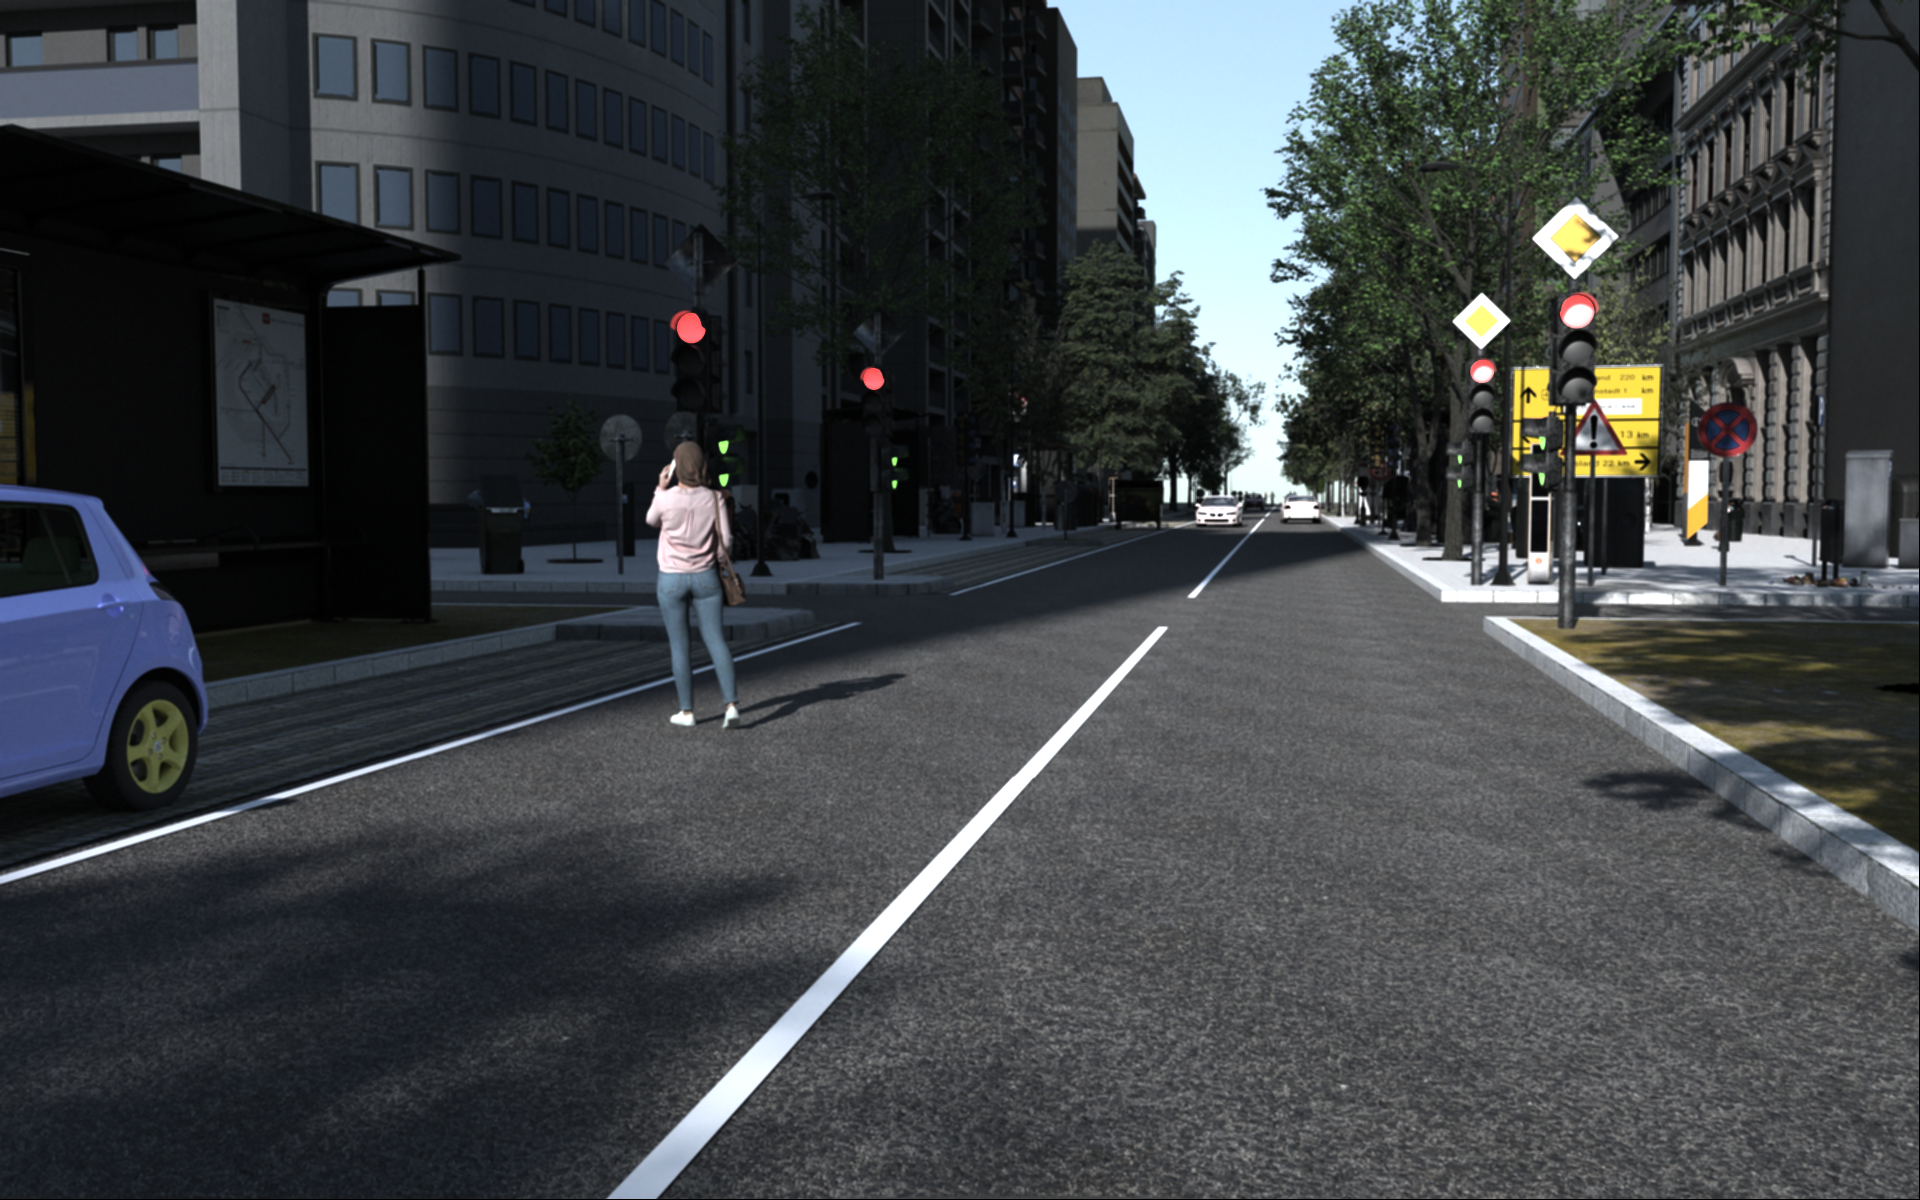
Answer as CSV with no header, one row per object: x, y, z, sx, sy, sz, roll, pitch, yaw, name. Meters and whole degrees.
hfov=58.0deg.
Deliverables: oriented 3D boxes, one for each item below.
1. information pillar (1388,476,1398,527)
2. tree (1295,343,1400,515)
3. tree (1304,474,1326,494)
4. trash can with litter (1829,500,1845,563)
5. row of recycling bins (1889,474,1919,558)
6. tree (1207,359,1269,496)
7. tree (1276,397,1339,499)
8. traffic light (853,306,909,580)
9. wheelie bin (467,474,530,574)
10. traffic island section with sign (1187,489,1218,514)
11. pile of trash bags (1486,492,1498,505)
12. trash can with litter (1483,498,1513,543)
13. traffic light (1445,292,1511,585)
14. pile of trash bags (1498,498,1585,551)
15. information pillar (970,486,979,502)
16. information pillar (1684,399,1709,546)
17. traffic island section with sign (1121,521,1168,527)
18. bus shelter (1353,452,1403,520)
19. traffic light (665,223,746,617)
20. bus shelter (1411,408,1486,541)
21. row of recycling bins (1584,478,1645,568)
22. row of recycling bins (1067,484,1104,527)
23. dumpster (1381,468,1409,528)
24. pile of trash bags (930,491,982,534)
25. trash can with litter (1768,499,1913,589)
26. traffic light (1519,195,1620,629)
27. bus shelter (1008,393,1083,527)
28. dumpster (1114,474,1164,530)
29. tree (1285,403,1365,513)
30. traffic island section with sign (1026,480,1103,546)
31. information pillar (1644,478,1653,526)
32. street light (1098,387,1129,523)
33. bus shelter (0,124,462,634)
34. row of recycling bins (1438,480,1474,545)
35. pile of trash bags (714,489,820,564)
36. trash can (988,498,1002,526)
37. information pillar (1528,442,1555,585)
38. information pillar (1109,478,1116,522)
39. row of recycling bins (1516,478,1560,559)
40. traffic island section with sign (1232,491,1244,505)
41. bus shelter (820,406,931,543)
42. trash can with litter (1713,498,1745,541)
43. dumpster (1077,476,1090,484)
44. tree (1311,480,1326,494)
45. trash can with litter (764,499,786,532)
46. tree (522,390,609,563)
17.100,-3.911,68.434,0.304,2.012,0.304,3,5,43,information pillar
24.682,-11.541,106.819,7.486,12.596,7.792,0,3,0,tree
49.486,-15.755,241.300,4.285,4.588,4.351,0,3,0,tree
16.574,-1.274,32.216,0.624,1.170,1.055,0,4,6,trash can with litter
19.628,-1.777,36.170,1.069,1.692,3.534,1,4,23,row of recycling bins
37.191,-23.618,242.039,12.611,20.169,13.585,0,3,0,tree
44.317,-18.955,216.575,9.857,13.997,8.962,0,3,0,tree
-1.205,-2.260,25.876,0.839,4.253,0.868,1,4,11,traffic light
-7.443,-1.222,27.895,0.980,1.594,0.693,-2,4,-28,wheelie bin
17.312,-7.078,124.351,1.989,1.847,2.006,1,4,11,traffic island section with sign
29.486,-4.984,91.240,3.447,1.369,1.912,1,4,9,pile of trash bags
14.243,-2.081,45.411,0.624,1.170,1.055,-3,5,-44,trash can with litter
7.261,-2.164,24.301,0.839,4.253,0.868,1,4,11,traffic light
13.788,-1.868,40.298,1.912,1.369,3.447,1,4,10,pile of trash bags
0.547,-3.948,69.039,0.304,2.012,0.304,3,4,36,information pillar
18.231,-3.146,42.800,0.504,3.616,0.183,0,4,3,information pillar
8.005,-4.061,75.017,1.989,1.847,2.006,1,4,11,traffic island section with sign
19.635,-5.365,81.638,2.014,3.302,5.546,1,4,11,bus shelter
-2.685,-1.780,18.029,0.839,4.253,0.868,1,4,11,traffic light
14.111,-3.606,50.239,1.731,3.624,6.357,1,4,11,bus shelter
11.900,-1.494,31.538,1.069,1.692,3.534,1,4,20,row of recycling bins
4.842,-3.803,69.285,1.069,1.692,3.534,1,4,13,row of recycling bins
16.692,-3.859,65.595,1.502,2.255,1.985,1,4,10,dumpster
-0.024,-2.888,56.967,1.912,1.369,3.447,0,4,-2,pile of trash bags
12.369,-0.830,24.621,1.678,1.210,2.233,1,4,10,trash can with litter
5.780,-1.684,16.454,0.839,4.253,0.868,1,4,11,traffic light
3.470,-5.728,71.284,2.179,5.291,8.768,1,4,10,bus shelter
7.204,-3.960,69.694,1.985,2.255,1.502,1,4,11,dumpster
29.838,-12.528,139.243,8.767,10.594,7.601,2,4,33,tree
2.952,-2.420,48.197,1.989,1.847,2.006,1,4,11,traffic island section with sign
27.602,-3.973,69.447,0.304,2.012,0.304,1,4,19,information pillar
6.664,-6.294,75.447,1.470,5.913,1.316,1,4,11,street light
-6.300,-1.405,14.254,1.731,3.624,6.357,1,4,11,bus shelter
12.990,-2.333,45.262,1.069,1.692,3.534,1,4,13,row of recycling bins
-4.024,-1.442,33.325,1.912,1.369,3.447,1,4,15,pile of trash bags
1.484,-3.620,70.840,0.748,1.137,0.748,0,3,0,trash can
8.273,-1.232,24.637,0.304,2.012,0.304,2,4,29,information pillar
6.953,-4.518,78.355,0.304,2.012,0.304,-2,4,-33,information pillar
12.073,-1.760,35.893,1.069,1.692,3.534,1,4,19,row of recycling bins
37.611,-13.660,231.961,1.989,1.847,2.006,1,4,11,traffic island section with sign
-2.263,-3.472,48.049,1.731,3.624,6.357,1,4,11,bus shelter
20.834,-2.182,47.062,0.624,1.170,1.055,0,4,-7,trash can with litter
6.564,-5.635,94.619,1.502,2.255,1.985,1,4,11,dumpster
50.993,-15.535,248.600,1.663,3.219,1.824,0,3,0,tree
-4.585,-1.846,41.561,0.624,1.170,1.055,2,4,28,trash can with litter
-7.376,-2.315,32.448,1.663,3.219,1.824,0,3,0,tree
